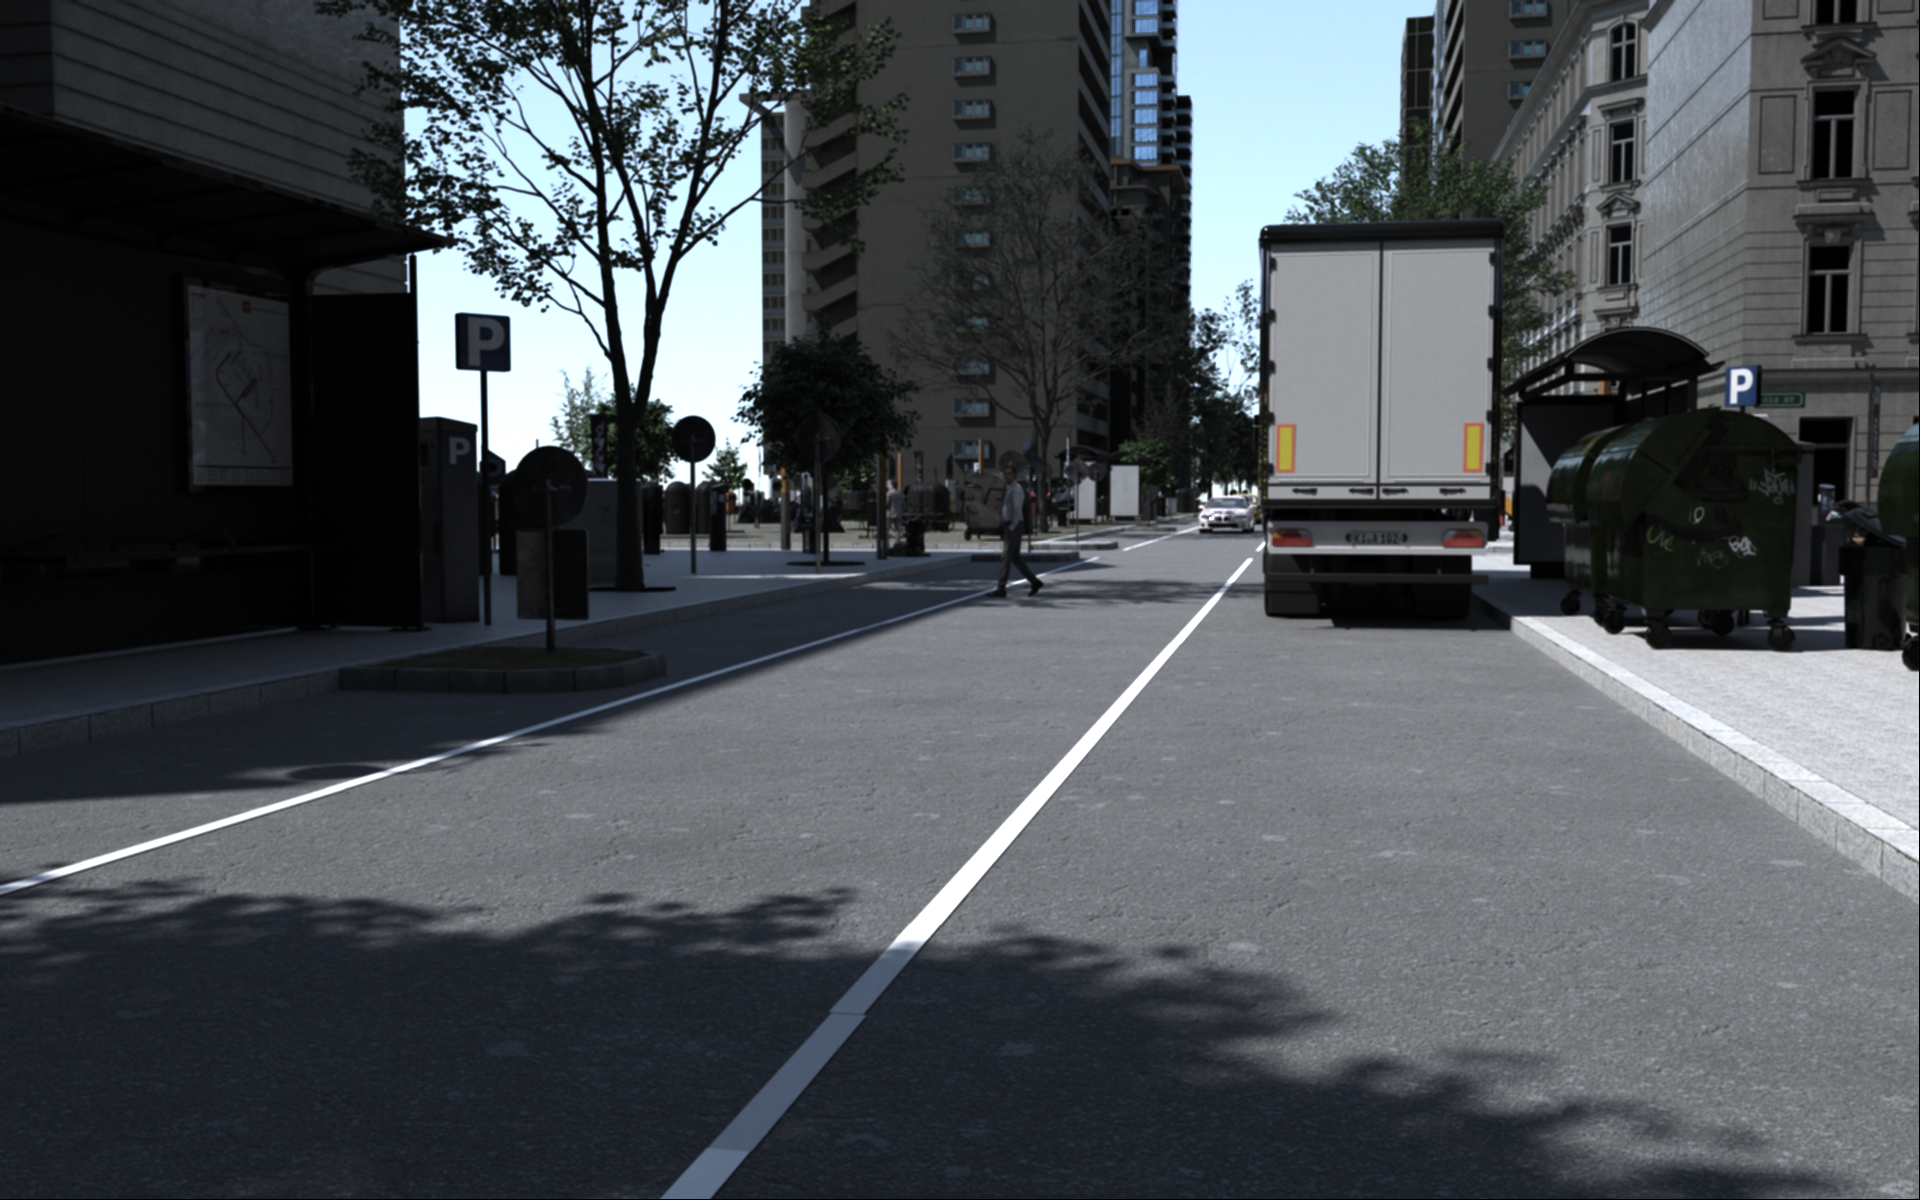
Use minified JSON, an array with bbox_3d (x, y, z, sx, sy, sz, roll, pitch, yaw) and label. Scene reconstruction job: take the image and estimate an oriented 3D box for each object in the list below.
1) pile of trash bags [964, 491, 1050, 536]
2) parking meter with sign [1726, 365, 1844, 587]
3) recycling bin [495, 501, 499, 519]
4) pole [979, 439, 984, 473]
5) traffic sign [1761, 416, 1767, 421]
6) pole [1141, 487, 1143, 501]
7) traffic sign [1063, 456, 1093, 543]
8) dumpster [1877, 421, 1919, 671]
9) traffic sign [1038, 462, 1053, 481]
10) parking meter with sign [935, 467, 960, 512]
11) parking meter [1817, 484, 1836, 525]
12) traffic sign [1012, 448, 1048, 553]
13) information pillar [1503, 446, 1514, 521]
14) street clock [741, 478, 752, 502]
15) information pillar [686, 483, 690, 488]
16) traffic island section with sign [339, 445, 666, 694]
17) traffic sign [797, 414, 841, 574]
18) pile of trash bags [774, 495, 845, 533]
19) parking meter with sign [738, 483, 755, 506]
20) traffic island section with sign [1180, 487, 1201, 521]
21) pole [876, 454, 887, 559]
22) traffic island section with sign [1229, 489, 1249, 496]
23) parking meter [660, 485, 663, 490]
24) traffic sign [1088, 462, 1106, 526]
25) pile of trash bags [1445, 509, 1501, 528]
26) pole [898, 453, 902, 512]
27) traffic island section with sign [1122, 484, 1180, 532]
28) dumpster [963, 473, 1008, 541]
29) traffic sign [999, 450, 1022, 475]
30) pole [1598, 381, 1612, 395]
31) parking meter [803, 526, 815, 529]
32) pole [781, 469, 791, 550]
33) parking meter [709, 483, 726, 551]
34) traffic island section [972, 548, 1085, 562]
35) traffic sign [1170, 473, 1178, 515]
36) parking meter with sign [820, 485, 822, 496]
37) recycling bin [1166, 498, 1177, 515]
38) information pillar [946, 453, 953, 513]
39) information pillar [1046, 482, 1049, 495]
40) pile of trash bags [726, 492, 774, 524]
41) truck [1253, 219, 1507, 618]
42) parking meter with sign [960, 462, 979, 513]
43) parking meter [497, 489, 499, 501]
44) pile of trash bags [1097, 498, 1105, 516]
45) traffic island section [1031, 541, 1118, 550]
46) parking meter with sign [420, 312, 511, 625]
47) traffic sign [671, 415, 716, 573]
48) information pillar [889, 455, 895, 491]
[{"bbox_3d":[1.524,-2.690,53.734,1.912,1.369,3.447,-2,4,-24],"label":"pile of trash bags"},{"bbox_3d":[11.430,-1.694,23.957,1.738,3.016,0.543,-1,4,-22],"label":"parking meter with sign"},{"bbox_3d":[-16.826,-3.011,61.790,0.722,1.027,0.722,3,5,43],"label":"recycling bin"},{"bbox_3d":[0.800,-4.321,64.492,0.158,3.312,0.155,0,3,0],"label":"pole"},{"bbox_3d":[10.117,-1.244,22.462,0.606,2.300,0.079,1,4,14],"label":"traffic sign"},{"bbox_3d":[11.396,-6.973,107.844,0.158,3.312,0.155,0,3,0],"label":"pole"},{"bbox_3d":[3.091,-2.564,45.564,0.795,2.450,0.064,1,4,11],"label":"traffic sign"},{"bbox_3d":[7.279,-0.560,11.645,1.502,2.255,1.985,1,4,11],"label":"dumpster"},{"bbox_3d":[3.261,-4.146,67.892,0.768,2.556,0.104,1,4,21],"label":"traffic sign"},{"bbox_3d":[-0.448,-6.341,99.929,1.738,3.016,0.543,2,4,24],"label":"parking meter with sign"},{"bbox_3d":[21.143,-2.071,42.276,0.372,1.533,0.369,0,3,0],"label":"parking meter"},{"bbox_3d":[1.518,-2.085,37.735,0.795,2.450,0.064,1,4,11],"label":"traffic sign"},{"bbox_3d":[26.435,-5.630,83.411,0.504,3.616,0.183,1,4,17],"label":"information pillar"},{"bbox_3d":[-9.791,-4.583,79.508,0.471,2.002,0.358,-1,4,-12],"label":"street clock"},{"bbox_3d":[-18.476,-6.953,118.179,0.304,2.012,0.304,1,4,13],"label":"information pillar"},{"bbox_3d":[-3.391,-0.293,13.424,1.989,1.847,2.006,1,4,11],"label":"traffic island section with sign"},{"bbox_3d":[-2.263,-1.681,27.595,0.768,2.556,0.104,1,4,20],"label":"traffic sign"},{"bbox_3d":[-5.042,-2.989,58.621,1.912,1.369,3.447,-1,4,-13],"label":"pile of trash bags"},{"bbox_3d":[-13.275,-6.889,108.904,0.543,3.016,1.738,3,5,41],"label":"parking meter with sign"},{"bbox_3d":[12.891,-5.253,94.518,1.989,1.847,2.006,1,4,11],"label":"traffic island section with sign"},{"bbox_3d":[-1.543,-2.459,34.041,0.158,3.312,0.155,0,3,0],"label":"pole"},{"bbox_3d":[22.738,-8.253,143.567,1.989,1.847,2.006,1,4,11],"label":"traffic island section with sign"},{"bbox_3d":[-18.738,-6.263,108.114,0.399,1.863,0.255,2,4,34],"label":"parking meter"},{"bbox_3d":[5.482,-4.265,69.833,0.768,2.556,0.104,1,4,18],"label":"traffic sign"},{"bbox_3d":[19.888,-3.378,64.976,3.447,1.369,1.912,1,4,21],"label":"pile of trash bags"},{"bbox_3d":[-2.998,-5.681,86.726,0.158,3.312,0.155,0,3,0],"label":"pole"},{"bbox_3d":[7.340,-3.565,66.917,1.989,1.847,2.006,1,4,11],"label":"traffic island section with sign"},{"bbox_3d":[0.830,-2.595,48.189,1.264,1.857,1.865,1,4,11],"label":"dumpster"},{"bbox_3d":[1.499,-3.087,50.585,0.768,2.556,0.104,1,4,12],"label":"traffic sign"},{"bbox_3d":[10.937,-2.178,29.461,0.158,3.312,0.155,0,3,0],"label":"pole"},{"bbox_3d":[-4.510,-2.643,51.620,0.372,1.533,0.369,0,3,0],"label":"parking meter"},{"bbox_3d":[-4.003,-2.805,39.697,0.158,3.312,0.155,0,3,0],"label":"pole"},{"bbox_3d":[-5.450,-1.869,38.976,0.372,1.533,0.369,0,3,0],"label":"parking meter"},{"bbox_3d":[1.494,-0.949,37.801,2.009,0.180,2.903,1,4,11],"label":"traffic island section"},{"bbox_3d":[12.535,-6.312,103.204,0.884,2.594,0.081,1,4,19],"label":"traffic sign"},{"bbox_3d":[-6.662,-5.148,80.436,0.543,3.016,1.738,1,4,15],"label":"parking meter with sign"},{"bbox_3d":[13.015,-5.809,107.533,0.722,1.027,0.722,-1,4,-10],"label":"recycling bin"},{"bbox_3d":[-0.592,-6.525,98.034,0.183,3.616,0.504,3,5,42],"label":"information pillar"},{"bbox_3d":[5.227,-6.167,105.319,0.304,2.012,0.304,-1,4,-10],"label":"information pillar"},{"bbox_3d":[-9.014,-4.030,75.638,1.912,1.369,3.447,3,4,37],"label":"pile of trash bags"},{"bbox_3d":[5.327,-2.107,23.371,2.839,4.237,11.283,1,4,10],"label":"truck"},{"bbox_3d":[0.683,-5.997,94.310,0.543,3.016,1.738,1,4,20],"label":"parking meter with sign"},{"bbox_3d":[-18.677,-3.800,70.546,0.372,1.533,0.369,0,3,0],"label":"parking meter"},{"bbox_3d":[6.829,-5.701,102.970,3.447,1.369,1.912,-1,4,-11],"label":"pile of trash bags"},{"bbox_3d":[3.067,-1.428,45.631,2.009,0.180,2.903,1,4,11],"label":"traffic island section"},{"bbox_3d":[-5.188,-1.297,17.467,0.543,3.016,1.738,-3,5,-43],"label":"parking meter with sign"},{"bbox_3d":[-4.326,-1.709,28.049,0.768,2.556,0.104,1,4,12],"label":"traffic sign"},{"bbox_3d":[-3.968,-6.719,101.211,0.183,3.616,0.504,2,4,35],"label":"information pillar"}]
